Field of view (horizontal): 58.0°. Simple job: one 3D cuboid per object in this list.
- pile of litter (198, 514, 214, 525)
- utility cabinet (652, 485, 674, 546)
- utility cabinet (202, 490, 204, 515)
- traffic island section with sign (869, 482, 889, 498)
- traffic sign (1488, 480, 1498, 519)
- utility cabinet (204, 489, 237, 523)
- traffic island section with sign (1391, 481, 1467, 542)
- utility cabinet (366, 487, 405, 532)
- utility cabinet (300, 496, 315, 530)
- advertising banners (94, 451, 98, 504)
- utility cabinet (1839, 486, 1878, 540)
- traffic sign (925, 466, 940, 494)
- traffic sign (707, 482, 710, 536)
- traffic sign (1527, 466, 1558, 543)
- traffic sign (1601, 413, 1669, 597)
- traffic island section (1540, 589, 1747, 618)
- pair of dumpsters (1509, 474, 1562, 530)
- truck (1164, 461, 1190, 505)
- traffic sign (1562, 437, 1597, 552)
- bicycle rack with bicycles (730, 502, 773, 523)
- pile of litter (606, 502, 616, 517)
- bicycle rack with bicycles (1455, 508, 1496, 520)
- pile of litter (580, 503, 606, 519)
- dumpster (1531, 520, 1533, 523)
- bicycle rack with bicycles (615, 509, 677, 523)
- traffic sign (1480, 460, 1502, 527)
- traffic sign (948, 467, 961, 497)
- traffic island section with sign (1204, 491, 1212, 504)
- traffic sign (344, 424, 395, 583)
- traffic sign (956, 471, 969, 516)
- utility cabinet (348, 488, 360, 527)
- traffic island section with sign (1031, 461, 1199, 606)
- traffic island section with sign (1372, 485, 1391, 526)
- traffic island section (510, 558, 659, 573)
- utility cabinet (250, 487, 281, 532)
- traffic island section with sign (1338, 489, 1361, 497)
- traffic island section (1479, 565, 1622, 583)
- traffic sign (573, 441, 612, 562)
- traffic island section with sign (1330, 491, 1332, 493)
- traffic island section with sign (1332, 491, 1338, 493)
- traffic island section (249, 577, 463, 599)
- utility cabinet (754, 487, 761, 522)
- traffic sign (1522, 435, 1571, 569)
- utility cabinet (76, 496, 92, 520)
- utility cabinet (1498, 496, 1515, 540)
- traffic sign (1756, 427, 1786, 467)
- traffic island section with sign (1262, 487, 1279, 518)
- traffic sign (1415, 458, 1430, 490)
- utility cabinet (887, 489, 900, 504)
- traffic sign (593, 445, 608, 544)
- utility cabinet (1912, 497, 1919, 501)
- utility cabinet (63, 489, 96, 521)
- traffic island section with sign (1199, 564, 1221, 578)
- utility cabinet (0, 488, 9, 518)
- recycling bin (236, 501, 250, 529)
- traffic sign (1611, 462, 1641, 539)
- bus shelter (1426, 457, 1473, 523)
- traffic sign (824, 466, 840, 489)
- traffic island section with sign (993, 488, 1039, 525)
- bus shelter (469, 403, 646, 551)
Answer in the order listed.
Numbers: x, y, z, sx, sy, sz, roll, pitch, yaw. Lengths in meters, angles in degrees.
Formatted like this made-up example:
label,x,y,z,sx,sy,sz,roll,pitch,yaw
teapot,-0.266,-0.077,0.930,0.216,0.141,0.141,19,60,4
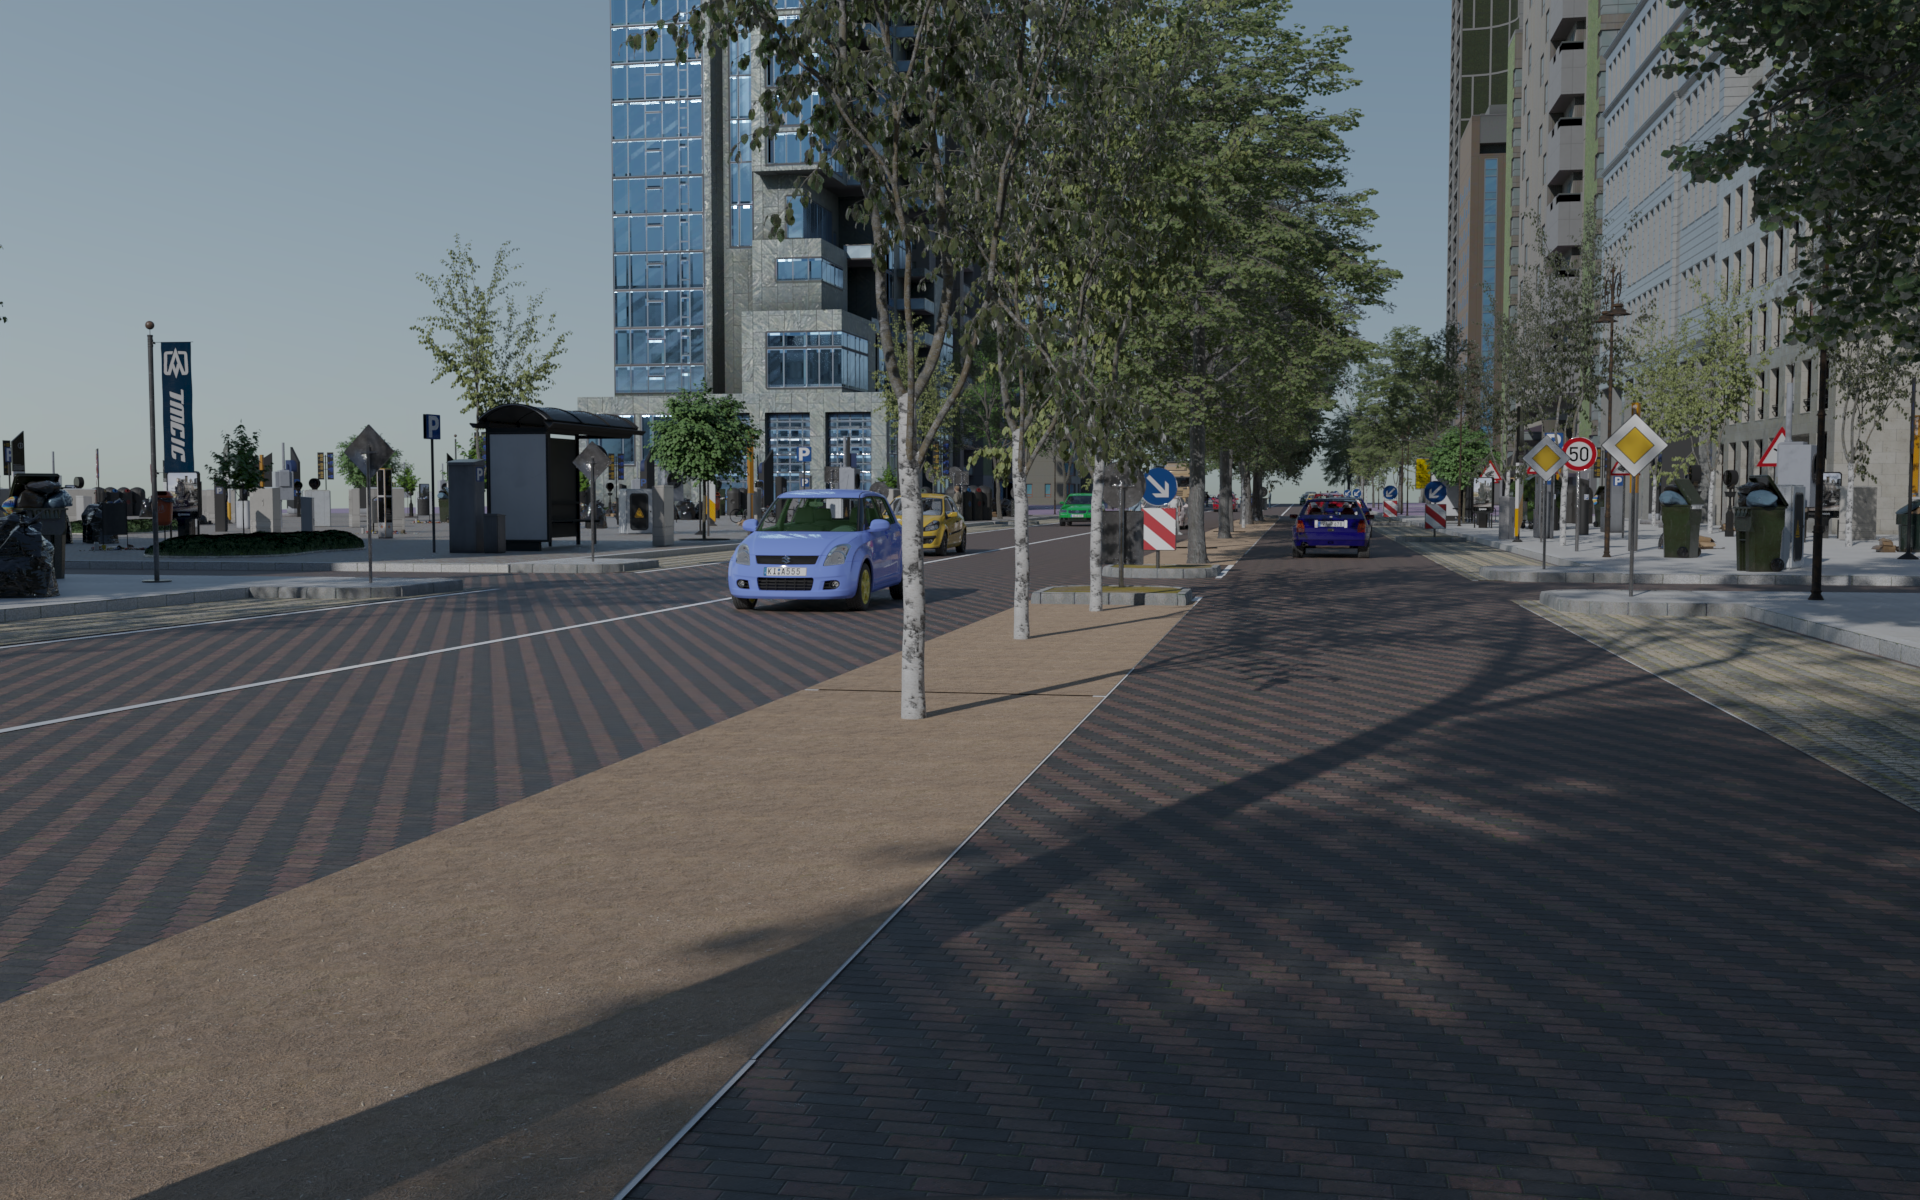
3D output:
label,x,y,z,sx,sy,sz,roll,pitch,yaw
pile of litter,-32.150,-3.583,72.546,1.719,0.858,1.176,0,4,-1
utility cabinet,-7.327,-2.079,42.672,0.318,1.500,1.173,0,4,2
utility cabinet,-37.193,-4.759,86.486,1.173,1.500,0.318,-1,4,-18
traffic island section with sign,-2.638,-2.821,54.755,1.989,1.847,2.006,1,4,11
traffic sign,25.554,-5.119,83.702,0.884,2.594,0.081,1,4,20
utility cabinet,-32.500,-4.132,76.232,1.173,1.500,0.318,-1,4,-10
traffic island section with sign,14.117,-2.656,52.049,1.989,1.847,2.006,1,4,11
utility cabinet,-19.279,-3.025,58.143,1.173,1.500,0.318,-2,4,-30
utility cabinet,-17.180,-2.109,45.645,0.306,1.237,1.020,-1,4,-17
advertising banners,-34.270,-4.435,68.698,0.090,3.025,2.074,-2,4,-29
utility cabinet,24.929,-2.408,48.054,1.173,1.500,0.318,-2,4,-27
traffic sign,-1.166,-4.666,76.388,0.768,2.556,0.104,1,4,14
traffic sign,-7.649,-3.210,52.586,0.768,2.556,0.104,1,4,16
traffic sign,15.396,-2.801,45.806,0.884,2.594,0.081,1,4,12
traffic sign,8.395,-1.099,21.616,0.795,2.450,0.064,1,4,11
traffic island section,8.420,0.036,21.689,2.009,0.180,2.903,1,4,11
pair of dumpsters,21.336,-3.771,64.146,1.574,2.255,4.437,1,4,11
truck,18.879,-9.761,148.506,2.839,4.237,11.283,1,4,10
traffic sign,13.787,-2.357,38.635,0.768,2.556,0.104,1,4,18
bicycle rack with bicycles,-8.742,-3.869,76.642,2.925,0.926,2.852,0,4,0
pile of litter,-19.700,-5.209,99.138,1.719,0.858,1.176,0,4,-4
bicycle rack with bicycles,25.402,-4.495,86.879,2.925,0.926,2.852,-1,4,-11
pile of litter,-17.951,-4.259,83.605,1.176,0.858,1.719,-1,4,-21
dumpster,24.566,-4.263,75.459,1.264,1.857,1.865,1,4,11
bicycle rack with bicycles,-14.024,-3.942,77.827,2.925,0.926,2.852,-1,4,-22
traffic sign,20.315,-4.062,66.411,0.884,2.594,0.081,1,4,20
traffic sign,-0.271,-4.910,80.380,0.768,2.556,0.104,1,4,19
traffic island section with sign,33.669,-14.025,237.943,1.989,1.847,2.006,1,4,11
traffic sign,-8.517,-1.305,24.978,0.795,2.450,0.064,1,4,11
traffic sign,0.093,-4.615,77.586,0.606,2.300,0.079,1,4,19
utility cabinet,-23.424,-3.563,66.936,0.318,1.500,1.173,-2,4,-25
traffic island section with sign,2.092,-0.920,23.183,2.006,1.907,1.989,1,4,11
traffic island section with sign,19.351,-4.273,78.493,1.989,1.847,2.006,1,4,11
traffic island section,-6.988,-0.648,32.877,2.009,0.180,2.903,1,4,11
utility cabinet,-22.096,-2.837,55.056,1.173,1.500,0.318,2,4,33
traffic island section with sign,28.992,-7.247,127.119,1.989,1.847,2.006,1,4,11
traffic island section,9.973,-0.443,29.522,2.009,0.180,2.903,1,4,11
traffic sign,-6.964,-1.784,32.811,0.795,2.450,0.064,1,4,11
traffic island section with sign,45.141,-12.227,208.544,1.989,1.847,2.006,1,4,11
traffic island section with sign,34.315,-8.891,153.998,1.989,1.847,2.006,1,4,11
traffic island section,-8.541,-0.169,25.044,2.009,0.180,2.903,1,4,11
utility cabinet,-6.520,-2.841,55.132,0.318,1.500,1.173,0,3,0
traffic sign,9.948,-1.578,29.449,0.795,2.450,0.064,1,4,11
utility cabinet,-32.723,-3.276,64.722,0.306,1.237,1.020,-3,5,-41
utility cabinet,15.542,-2.327,49.203,0.306,1.237,1.020,2,4,26
traffic sign,15.887,-2.052,33.559,0.884,2.594,0.081,1,4,14
traffic island section with sign,18.147,-5.873,104.158,2.006,1.907,1.989,1,4,11
traffic sign,26.638,-6.302,96.905,2.265,3.308,0.079,1,4,14
utility cabinet,-2.759,-3.886,72.220,0.318,1.500,1.173,1,4,13
traffic sign,-9.373,-2.709,44.401,0.768,2.556,0.104,1,4,15
utility cabinet,22.074,-1.709,39.100,1.020,1.237,0.306,3,5,45
utility cabinet,-35.593,-3.754,70.052,1.173,1.500,0.318,-1,4,-19
traffic island section with sign,3.542,-1.365,30.447,2.006,1.907,1.989,1,4,11
utility cabinet,-36.134,-3.488,65.703,1.173,1.500,0.318,-3,5,-41
recycling bin,-26.156,-3.136,63.828,0.722,1.027,0.722,3,4,36
traffic sign,19.136,-3.054,49.931,0.884,2.594,0.081,1,4,13
bus shelter,22.582,-5.239,79.573,2.014,3.302,5.546,1,4,11
traffic sign,-4.737,-3.791,64.118,0.606,2.300,0.079,1,4,14
traffic island section with sign,2.695,-4.468,81.687,1.989,1.847,2.006,1,4,11
bus shelter,-9.451,-2.898,41.305,2.014,3.302,5.546,1,4,11
